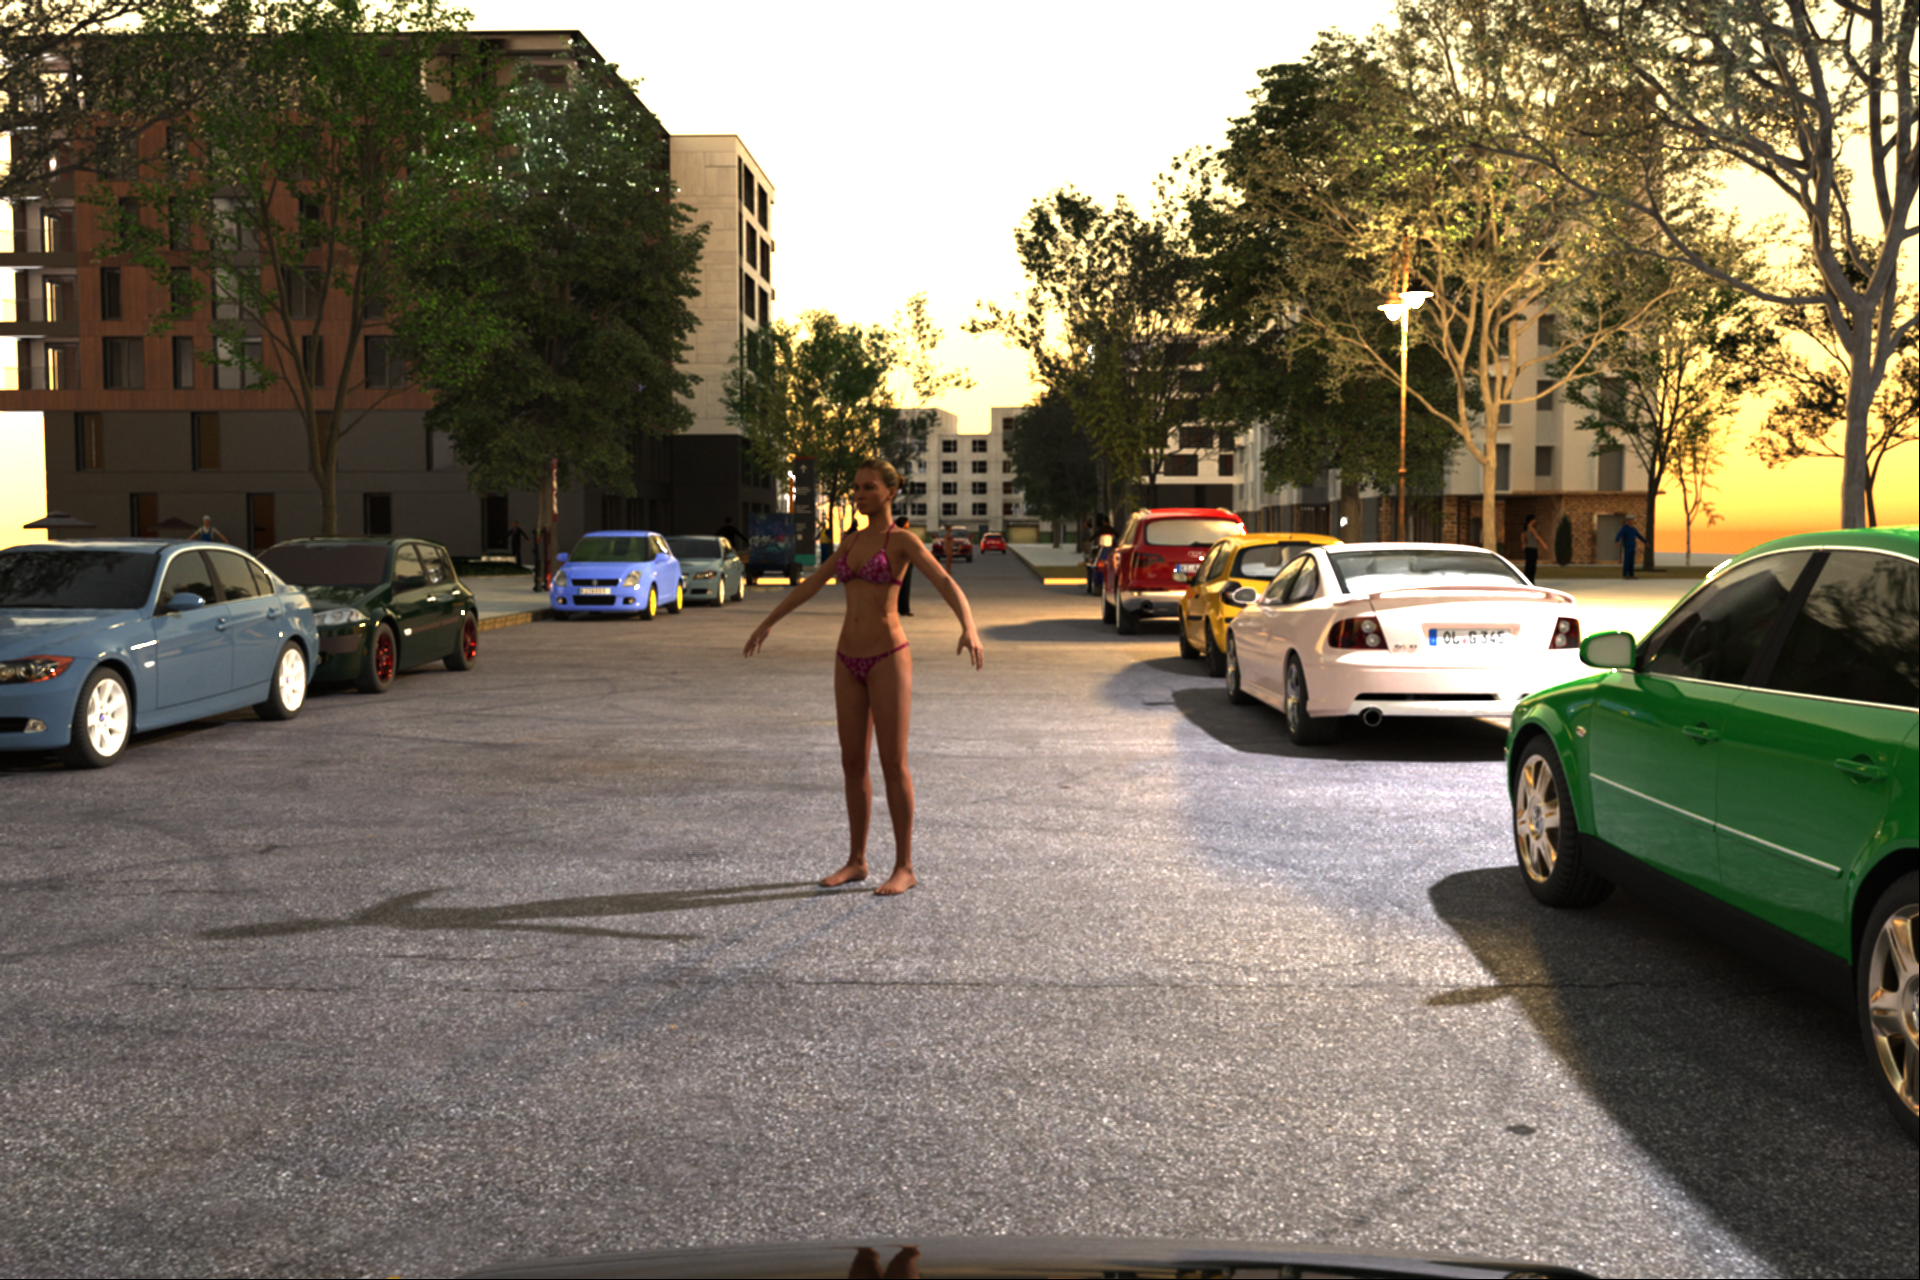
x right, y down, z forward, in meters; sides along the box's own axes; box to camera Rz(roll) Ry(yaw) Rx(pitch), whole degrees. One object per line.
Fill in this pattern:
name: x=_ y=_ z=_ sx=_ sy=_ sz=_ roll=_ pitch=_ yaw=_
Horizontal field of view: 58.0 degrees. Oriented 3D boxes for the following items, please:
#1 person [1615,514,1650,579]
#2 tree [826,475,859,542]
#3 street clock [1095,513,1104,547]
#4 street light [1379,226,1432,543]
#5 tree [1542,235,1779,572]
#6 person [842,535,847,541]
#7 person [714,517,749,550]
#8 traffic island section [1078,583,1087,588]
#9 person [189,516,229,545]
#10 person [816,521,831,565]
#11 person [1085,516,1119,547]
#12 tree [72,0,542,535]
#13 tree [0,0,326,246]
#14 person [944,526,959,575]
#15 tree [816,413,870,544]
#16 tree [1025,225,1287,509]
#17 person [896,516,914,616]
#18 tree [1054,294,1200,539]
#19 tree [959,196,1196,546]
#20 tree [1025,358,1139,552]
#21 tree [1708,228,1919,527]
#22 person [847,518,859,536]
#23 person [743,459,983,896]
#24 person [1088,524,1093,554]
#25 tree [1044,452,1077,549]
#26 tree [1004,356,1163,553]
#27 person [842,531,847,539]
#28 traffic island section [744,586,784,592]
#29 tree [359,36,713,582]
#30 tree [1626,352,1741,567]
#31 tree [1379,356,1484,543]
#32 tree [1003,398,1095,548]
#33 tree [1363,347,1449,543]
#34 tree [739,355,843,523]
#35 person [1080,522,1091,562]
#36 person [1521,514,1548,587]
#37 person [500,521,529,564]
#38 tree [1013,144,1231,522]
person: x=18.985 y=-2.641 z=49.055 sx=1.347 sy=1.842 sz=0.705 roll=-2 pitch=4 yaw=-28
tree: x=-16.639 y=-20.463 z=244.937 sx=12.009 sy=13.543 sz=11.850 roll=0 pitch=3 yaw=0
street clock: x=4.764 y=-3.325 z=58.938 sx=0.358 sy=2.002 sz=0.471 roll=0 pitch=4 yaw=2
street light: x=6.745 y=-3.278 z=26.376 sx=0.468 sy=5.910 sz=1.993 roll=0 pitch=4 yaw=1
tree: x=23.940 y=-8.175 z=59.421 sx=9.928 sy=11.665 sz=9.643 roll=0 pitch=3 yaw=0
person: x=-5.449 y=-5.057 z=88.449 sx=1.354 sy=1.858 sz=0.705 roll=-2 pitch=4 yaw=-28
person: x=-6.951 y=-2.813 z=52.172 sx=1.347 sy=1.806 sz=0.705 roll=1 pitch=4 yaw=10
traffic island section: x=4.182 y=-1.449 z=46.552 sx=1.991 sy=0.108 sz=1.994 roll=0 pitch=4 yaw=0
person: x=-23.027 y=-2.882 z=52.982 sx=1.347 sy=1.847 sz=0.705 roll=0 pitch=4 yaw=-7
person: x=-5.602 y=-3.978 z=71.008 sx=0.705 sy=1.833 sz=1.349 roll=-2 pitch=4 yaw=-35
person: x=4.370 y=-2.804 z=51.986 sx=1.346 sy=1.812 sz=0.704 roll=-2 pitch=4 yaw=-27
tree: x=-11.308 y=-6.410 z=30.566 sx=9.928 sy=11.665 sz=9.643 roll=0 pitch=3 yaw=0
tree: x=-12.361 y=-6.607 z=18.396 sx=12.009 sy=13.543 sz=11.850 roll=0 pitch=3 yaw=0
person: x=-0.310 y=-3.194 z=61.475 sx=0.721 sy=1.733 sz=1.217 roll=1 pitch=4 yaw=22
tree: x=-7.159 y=-9.287 z=102.203 sx=4.737 sy=8.622 sz=4.395 roll=0 pitch=3 yaw=0
tree: x=7.699 y=-9.768 z=70.078 sx=12.009 sy=13.543 sz=11.850 roll=0 pitch=3 yaw=0
person: x=-0.919 y=-1.298 z=30.397 sx=0.721 sy=1.740 sz=1.216 roll=-2 pitch=4 yaw=-26
tree: x=4.928 y=-6.317 z=53.641 sx=4.737 sy=8.622 sz=4.395 roll=0 pitch=3 yaw=0
tree: x=6.825 y=-14.826 z=98.298 sx=12.611 sy=20.169 sz=13.585 roll=0 pitch=3 yaw=0
tree: x=9.028 y=-13.484 z=127.124 sx=9.857 sy=13.997 sz=8.962 roll=0 pitch=3 yaw=0
tree: x=26.808 y=-7.122 z=50.863 sx=8.767 sy=10.594 sz=7.601 roll=-1 pitch=4 yaw=-9
person: x=-3.758 y=-3.442 z=62.062 sx=0.705 sy=1.856 sz=1.354 roll=1 pitch=4 yaw=23
person: x=-0.391 y=0.141 z=6.960 sx=1.217 sy=1.733 sz=0.721 roll=3 pitch=4 yaw=37
person: x=6.650 y=-5.073 z=89.135 sx=0.705 sy=1.806 sz=1.347 roll=1 pitch=4 yaw=17
tree: x=8.275 y=-11.824 z=143.683 sx=4.360 sy=8.622 sz=3.978 roll=0 pitch=3 yaw=0
tree: x=7.831 y=-12.504 z=114.811 sx=12.009 sy=13.543 sz=11.850 roll=0 pitch=3 yaw=0
person: x=-5.517 y=-4.605 z=84.556 sx=0.599 sy=1.433 sz=0.991 roll=0 pitch=4 yaw=-7
traffic island section: x=-5.523 y=-1.289 z=43.945 sx=1.991 sy=0.108 sz=1.994 roll=0 pitch=4 yaw=2
tree: x=-11.079 y=-8.530 z=46.124 sx=9.857 sy=13.997 sz=8.962 roll=0 pitch=3 yaw=0
tree: x=28.269 y=-7.114 z=66.677 sx=4.360 sy=8.622 sz=3.978 roll=0 pitch=3 yaw=0
tree: x=17.486 y=-7.175 z=67.681 sx=4.360 sy=8.622 sz=3.978 roll=0 pitch=3 yaw=0
tree: x=8.793 y=-15.255 z=156.074 sx=9.857 sy=13.997 sz=8.962 roll=0 pitch=3 yaw=0
tree: x=14.516 y=-6.508 z=56.762 sx=4.737 sy=8.622 sz=4.395 roll=0 pitch=3 yaw=0
tree: x=-7.215 y=-7.382 z=71.064 sx=4.737 sy=8.622 sz=4.395 roll=0 pitch=3 yaw=0
person: x=5.508 y=-4.247 z=75.709 sx=0.705 sy=1.796 sz=1.348 roll=-1 pitch=4 yaw=-11
person: x=13.223 y=-2.024 z=39.903 sx=0.721 sy=1.737 sz=1.217 roll=0 pitch=4 yaw=-7
person: x=-17.609 y=-3.816 z=68.619 sx=1.346 sy=1.802 sz=0.704 roll=1 pitch=4 yaw=20
tree: x=9.579 y=-13.935 z=83.723 sx=12.611 sy=20.169 sz=13.585 roll=0 pitch=3 yaw=0
